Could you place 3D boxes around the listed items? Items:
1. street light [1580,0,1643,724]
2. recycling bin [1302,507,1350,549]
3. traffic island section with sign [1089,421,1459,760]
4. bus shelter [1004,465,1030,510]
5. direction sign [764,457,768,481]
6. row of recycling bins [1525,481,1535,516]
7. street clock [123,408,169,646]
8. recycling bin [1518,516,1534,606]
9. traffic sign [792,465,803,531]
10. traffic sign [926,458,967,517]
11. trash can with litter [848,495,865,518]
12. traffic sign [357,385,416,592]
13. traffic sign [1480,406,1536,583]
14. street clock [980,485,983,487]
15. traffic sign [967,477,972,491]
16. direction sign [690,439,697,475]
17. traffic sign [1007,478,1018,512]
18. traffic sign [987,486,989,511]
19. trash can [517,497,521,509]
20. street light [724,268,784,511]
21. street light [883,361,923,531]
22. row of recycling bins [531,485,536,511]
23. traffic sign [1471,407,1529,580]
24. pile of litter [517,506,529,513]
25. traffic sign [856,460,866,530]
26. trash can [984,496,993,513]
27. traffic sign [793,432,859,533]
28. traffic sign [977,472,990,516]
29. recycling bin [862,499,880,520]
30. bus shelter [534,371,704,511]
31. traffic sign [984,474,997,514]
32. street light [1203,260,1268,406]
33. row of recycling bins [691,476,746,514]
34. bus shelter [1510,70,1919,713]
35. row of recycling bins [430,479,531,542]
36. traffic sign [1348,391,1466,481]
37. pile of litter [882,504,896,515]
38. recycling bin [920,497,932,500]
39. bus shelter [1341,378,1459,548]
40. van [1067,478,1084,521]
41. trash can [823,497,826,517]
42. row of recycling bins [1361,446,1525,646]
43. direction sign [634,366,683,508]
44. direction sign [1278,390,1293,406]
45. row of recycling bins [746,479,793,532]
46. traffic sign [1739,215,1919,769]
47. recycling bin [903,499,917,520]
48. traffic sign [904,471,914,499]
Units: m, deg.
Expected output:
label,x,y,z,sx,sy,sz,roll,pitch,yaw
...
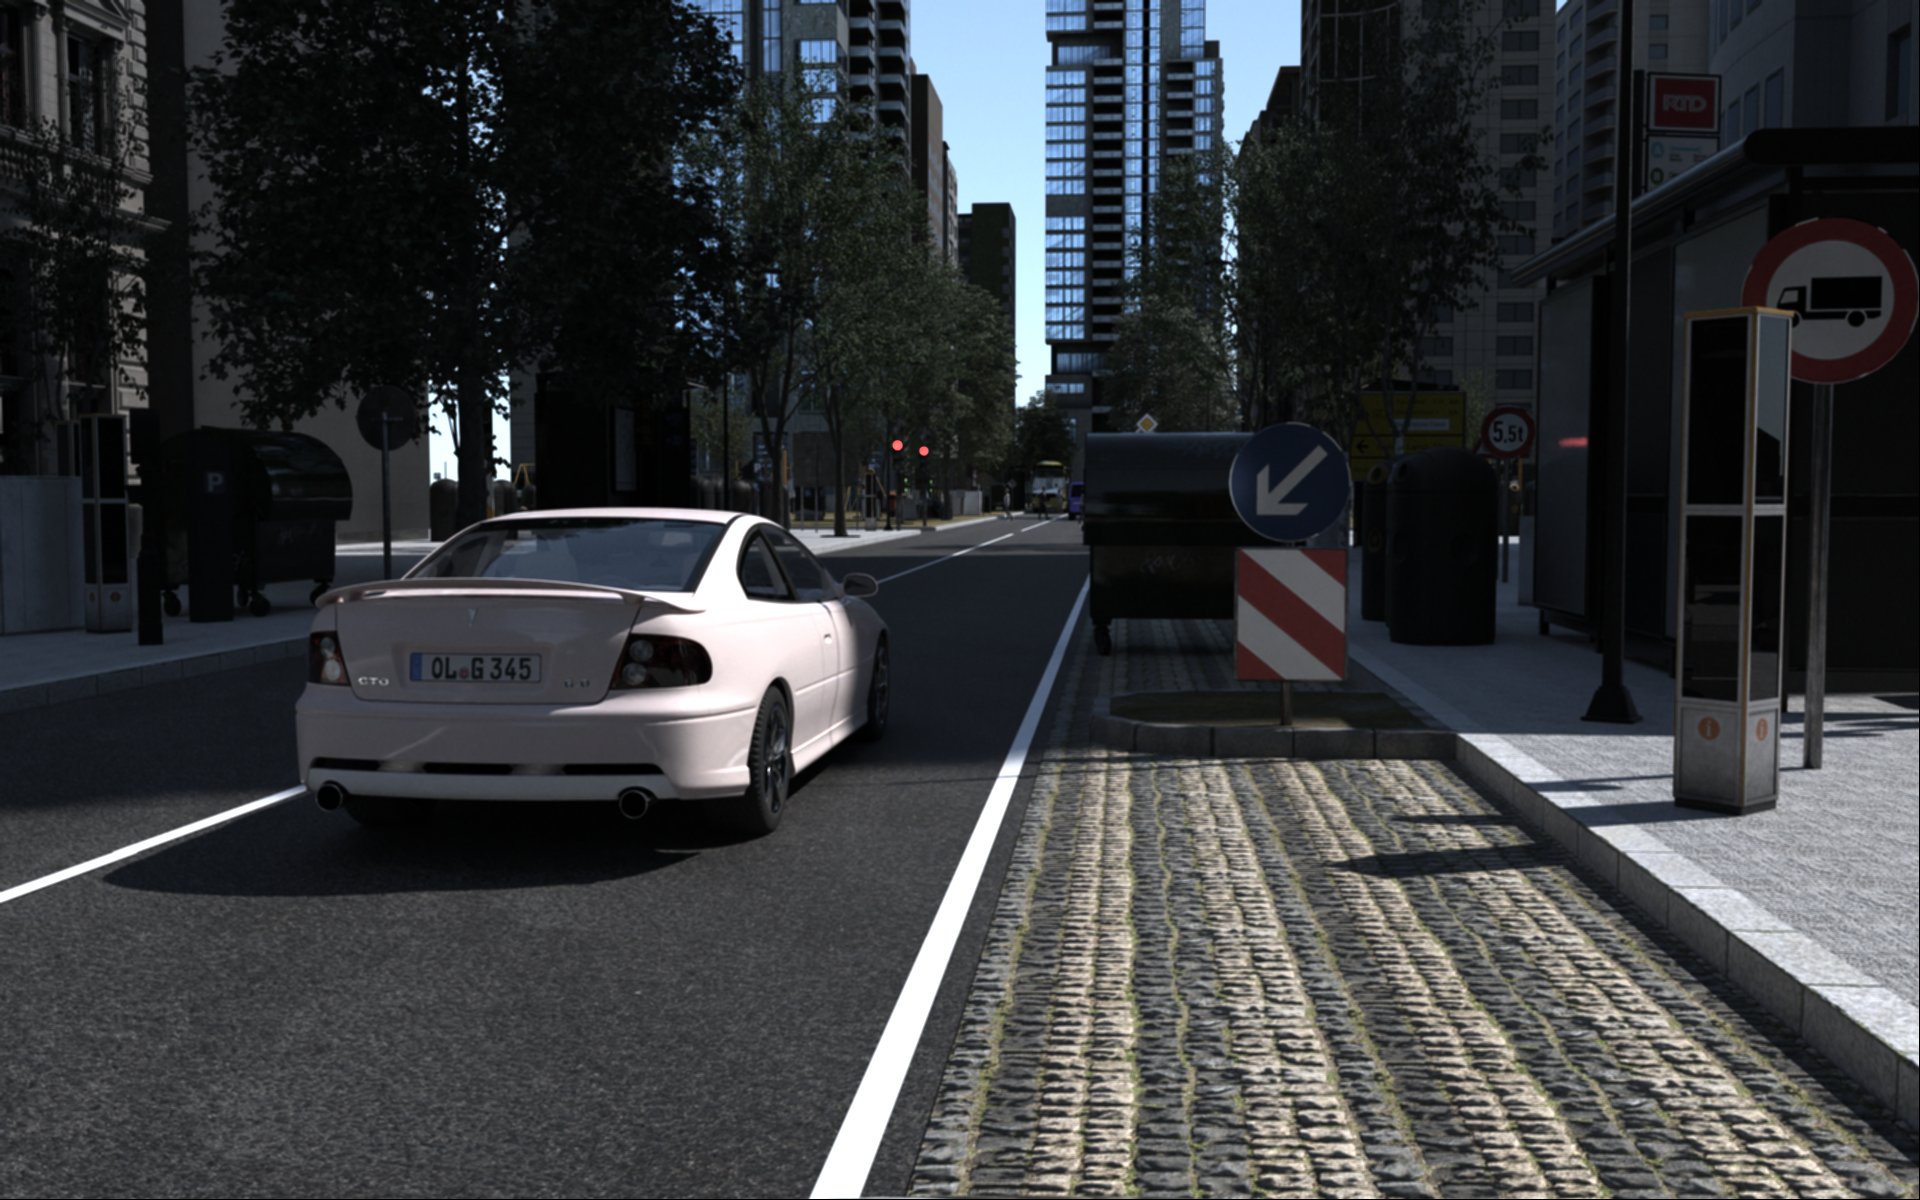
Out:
label,x,y,z,sx,sy,sz,roll,pitch,yaw
street light,3.164,-2.274,9.714,1.470,5.913,1.316,0,4,5
recycling bin,7.026,-1.269,33.294,0.722,1.027,0.722,-1,4,-9
traffic island section with sign,1.776,-0.101,10.288,1.989,1.847,2.006,0,4,5
bus shelter,4.648,-9.150,140.879,1.731,3.624,6.357,0,4,5
direction sign,-11.846,-6.959,105.774,0.379,3.537,0.876,1,4,8
row of recycling bins,18.086,-2.810,53.064,3.534,1.692,1.069,0,4,6
street clock,-6.908,-0.621,14.724,0.358,2.002,0.471,-2,4,-26
recycling bin,6.918,-0.448,19.877,0.722,1.027,0.722,-2,4,-33
traffic sign,-5.531,-3.705,60.677,0.768,2.556,0.104,1,4,15
traffic sign,-0.765,-6.273,96.441,2.265,3.308,0.079,0,4,8
trash can with litter,-5.181,-4.965,92.240,1.678,1.210,2.233,-1,4,-18
traffic sign,-6.731,-1.236,20.316,0.768,2.556,0.104,1,4,13
traffic sign,7.907,-1.526,25.048,0.768,2.556,0.104,1,4,12
street clock,1.767,-8.131,137.518,0.358,2.002,0.471,-1,4,-8
traffic sign,0.638,-8.121,132.885,0.768,2.556,0.104,1,4,11
direction sign,-11.179,-4.808,70.608,0.876,3.537,0.379,-1,4,-11
traffic sign,3.791,-7.589,125.270,0.795,2.450,0.064,1,4,11
traffic sign,2.153,-7.942,129.852,0.884,2.594,0.081,1,4,10
trash can,-21.767,-4.534,85.780,0.748,1.137,0.748,0,3,0
street light,-4.310,-3.867,35.768,1.470,5.913,1.316,0,4,5
street light,-1.979,-5.385,60.586,1.470,5.913,1.316,0,4,5
row of recycling bins,-18.492,-4.446,79.798,3.534,1.692,1.069,-3,5,-42
traffic sign,8.049,-1.586,25.939,0.884,2.594,0.081,0,4,8
pile of litter,-15.437,-2.904,61.437,1.719,0.858,1.176,-1,4,-13
traffic sign,-3.623,-3.736,61.080,0.884,2.594,0.081,0,4,6
trash can,2.262,-7.492,134.145,0.748,1.137,0.748,0,3,0
traffic sign,-4.456,-3.886,57.410,2.265,3.308,0.079,1,4,13
traffic sign,1.354,-6.186,101.250,0.768,2.556,0.104,1,4,10
recycling bin,-4.497,-4.577,87.385,0.722,1.027,0.722,-1,4,-22
bus shelter,-6.573,-2.629,34.274,1.731,3.624,6.357,0,4,6
traffic sign,1.916,-6.714,109.785,0.884,2.594,0.081,0,4,7
street light,5.509,-3.782,34.377,1.470,5.913,1.316,0,4,5
row of recycling bins,-5.919,-1.978,39.450,1.069,1.692,3.534,0,4,7
bus shelter,5.961,-2.236,14.189,2.179,5.291,8.768,0,4,5
row of recycling bins,-13.364,-2.494,47.897,1.069,1.692,3.534,1,4,18
traffic sign,8.844,-2.475,34.345,2.265,3.308,0.079,0,4,6
pile of litter,-4.343,-5.733,107.701,1.719,0.858,1.176,1,4,15
recycling bin,-2.557,-7.244,130.998,0.722,1.027,0.722,1,4,17
bus shelter,9.532,-2.854,37.952,1.731,3.624,6.357,0,4,6
van,6.989,-5.570,95.448,2.240,2.365,5.245,0,4,6
trash can,-7.736,-5.130,95.528,0.748,1.137,0.748,0,3,0
row of recycling bins,4.401,-0.560,16.273,1.069,1.692,3.534,1,4,8
direction sign,-5.332,-2.366,30.673,0.876,3.537,0.379,0,4,3
direction sign,7.102,-2.807,37.886,0.379,3.537,0.876,2,4,30
row of recycling bins,-5.866,-2.554,48.863,1.069,1.692,3.534,1,4,14
traffic sign,3.994,-0.485,8.037,0.768,2.556,0.104,1,4,12
recycling bin,-2.524,-4.409,84.638,0.722,1.027,0.722,-1,4,-10
traffic sign,-2.852,-5.726,93.733,0.768,2.556,0.104,1,4,11
